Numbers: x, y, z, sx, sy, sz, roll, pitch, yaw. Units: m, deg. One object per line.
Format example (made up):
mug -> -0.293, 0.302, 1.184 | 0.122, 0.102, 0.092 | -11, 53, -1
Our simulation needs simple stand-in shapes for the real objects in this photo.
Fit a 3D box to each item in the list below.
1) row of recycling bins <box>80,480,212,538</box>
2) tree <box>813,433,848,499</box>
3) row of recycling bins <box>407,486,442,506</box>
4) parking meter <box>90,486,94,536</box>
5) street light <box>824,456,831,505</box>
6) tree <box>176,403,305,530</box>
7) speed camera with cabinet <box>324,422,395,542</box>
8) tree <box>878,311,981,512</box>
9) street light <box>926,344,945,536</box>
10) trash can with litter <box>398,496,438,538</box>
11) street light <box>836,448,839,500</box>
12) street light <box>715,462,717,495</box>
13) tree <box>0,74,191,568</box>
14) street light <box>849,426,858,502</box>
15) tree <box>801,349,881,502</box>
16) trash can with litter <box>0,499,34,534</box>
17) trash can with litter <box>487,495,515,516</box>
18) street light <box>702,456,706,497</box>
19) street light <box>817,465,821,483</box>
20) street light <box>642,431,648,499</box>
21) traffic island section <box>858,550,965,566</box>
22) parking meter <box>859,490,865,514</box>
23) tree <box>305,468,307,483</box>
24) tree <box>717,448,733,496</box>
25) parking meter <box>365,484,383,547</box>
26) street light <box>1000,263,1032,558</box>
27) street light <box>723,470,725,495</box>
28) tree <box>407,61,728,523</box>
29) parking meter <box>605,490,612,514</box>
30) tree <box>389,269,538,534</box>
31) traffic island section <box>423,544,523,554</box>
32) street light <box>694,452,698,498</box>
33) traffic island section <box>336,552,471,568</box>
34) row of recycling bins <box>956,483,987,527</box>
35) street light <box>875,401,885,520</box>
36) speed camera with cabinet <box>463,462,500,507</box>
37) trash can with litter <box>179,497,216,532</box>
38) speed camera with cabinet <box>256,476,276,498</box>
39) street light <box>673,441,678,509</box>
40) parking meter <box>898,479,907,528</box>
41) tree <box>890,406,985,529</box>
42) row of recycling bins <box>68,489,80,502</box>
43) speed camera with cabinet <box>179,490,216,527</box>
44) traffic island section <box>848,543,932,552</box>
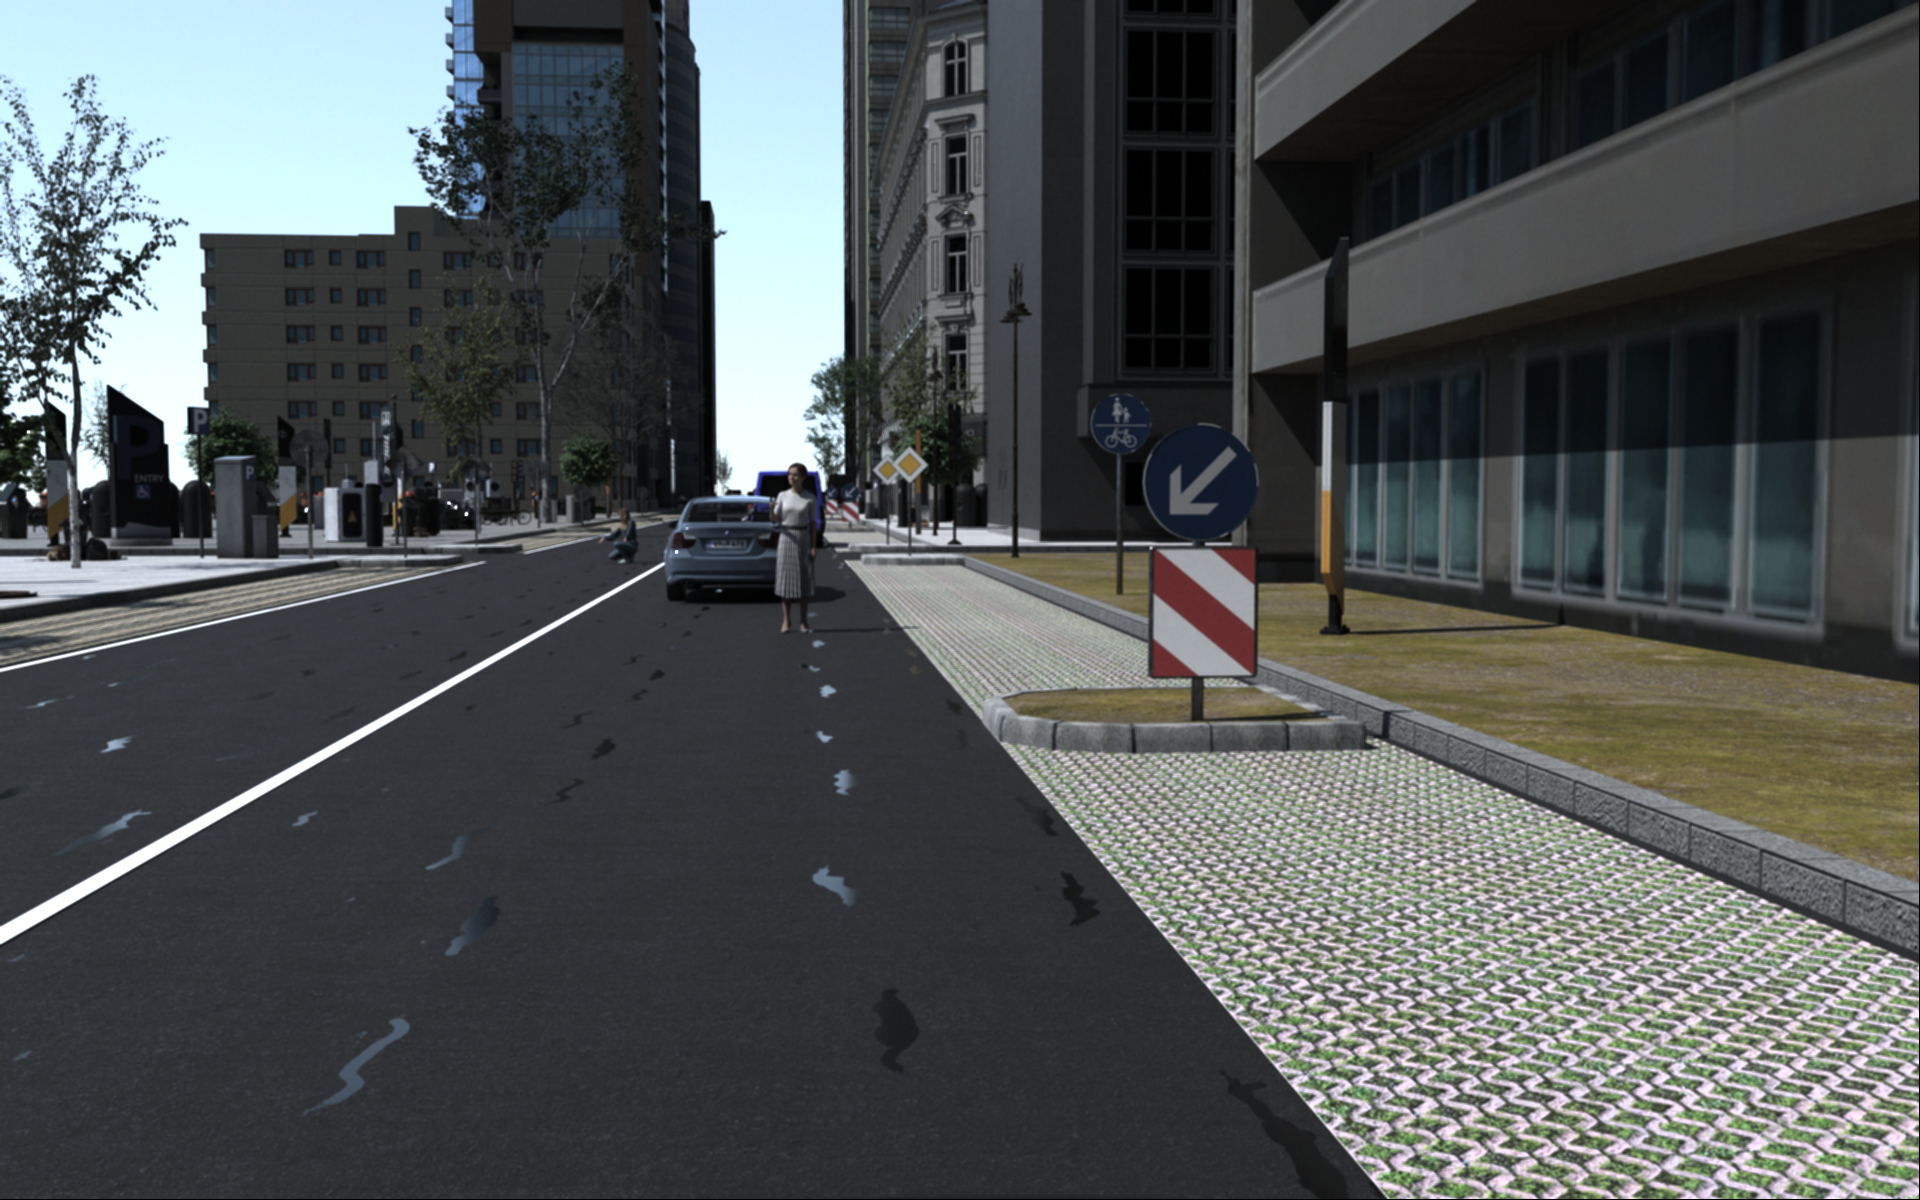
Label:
row of recycling bins -> -23.585, -2.656, 50.546 | 3.534, 1.692, 1.069 | 0, 4, 4
tree -> -15.371, -15.511, 203.973 | 4.737, 8.622, 4.395 | 0, 3, 0
row of recycling bins -> -28.448, -5.212, 92.327 | 1.069, 1.692, 3.534 | 0, 4, 4
parking meter -> -26.577, -2.750, 53.379 | 0.372, 1.533, 0.369 | 0, 3, 0
street light -> -14.701, -13.544, 194.228 | 0.468, 5.910, 1.993 | 0, 4, -6
tree -> -26.447, -4.809, 62.343 | 4.285, 4.588, 4.351 | 0, 3, 0
speed camera with cabinet -> -16.193, -3.210, 46.821 | 0.660, 3.252, 2.038 | 2, 4, 30
tree -> -1.524, -7.289, 69.531 | 4.737, 8.622, 4.395 | 0, 3, 0
street light -> -0.772, -4.932, 53.424 | 0.468, 5.910, 1.993 | 0, 4, -6
trash can with litter -> -16.185, -2.453, 51.488 | 1.055, 1.170, 0.624 | 2, 4, 29
street light -> -11.506, -11.561, 161.812 | 0.468, 5.910, 1.993 | 0, 4, -6
street light -> -33.021, -16.018, 234.686 | 0.468, 5.910, 1.993 | 0, 4, -6
tree -> -15.539, -4.850, 29.663 | 4.360, 8.622, 3.978 | 0, 3, 0
street light -> -7.148, -8.908, 118.437 | 0.468, 5.910, 1.993 | 0, 4, -6
tree -> -7.498, -12.086, 123.361 | 9.928, 11.665, 9.643 | 0, 3, 0
trash can with litter -> -29.891, -2.653, 54.766 | 0.624, 1.170, 1.055 | 1, 4, 12
trash can with litter -> -25.360, -5.158, 95.390 | 2.233, 1.210, 1.678 | 0, 4, -1
street light -> -29.860, -14.035, 202.267 | 0.468, 5.910, 1.993 | 0, 4, -6
street light -> -19.687, -16.623, 244.574 | 0.468, 5.910, 1.993 | 0, 4, -6
street light -> -21.624, -8.943, 119.007 | 0.468, 5.910, 1.993 | 0, 4, -6
traffic island section -> -1.021, -0.837, 35.971 | 2.009, 0.180, 2.903 | 0, 4, -6
parking meter -> -6.318, -6.303, 111.457 | 0.372, 1.533, 0.369 | 0, 3, 0
tree -> -39.784, -7.219, 101.752 | 4.285, 4.588, 4.351 | 0, 3, 0
tree -> -37.655, -19.803, 274.140 | 4.737, 8.622, 4.395 | 0, 3, 0
parking meter -> -14.169, -2.047, 41.884 | 0.372, 1.533, 0.369 | 0, 3, 0
street light -> 1.115, -3.797, 34.869 | 0.468, 5.910, 1.993 | 0, 4, -6
street light -> -36.414, -18.021, 267.436 | 0.468, 5.910, 1.993 | 0, 4, -6
tree -> -16.818, -13.404, 75.045 | 12.611, 20.169, 13.585 | 0, 3, 0
parking meter -> -22.209, -6.178, 109.415 | 0.372, 1.533, 0.369 | 0, 3, 0
tree -> -15.898, -6.464, 56.047 | 4.737, 8.622, 4.395 | 0, 3, 0
traffic island section -> -12.001, -1.262, 42.916 | 2.009, 0.180, 2.903 | 0, 4, -6
street light -> -28.082, -12.956, 184.612 | 0.468, 5.910, 1.993 | 0, 4, -6
traffic island section -> -11.213, -0.776, 34.970 | 2.009, 0.180, 2.903 | 0, 4, -6
row of recycling bins -> 1.228, -3.708, 67.734 | 3.534, 1.692, 1.069 | -3, 5, -42
street light -> -3.926, -6.926, 86.024 | 0.468, 5.910, 1.993 | 0, 4, -6
speed camera with cabinet -> -29.556, -6.904, 107.212 | 2.038, 3.252, 0.660 | -3, 4, -38
trash can with litter -> -26.149, -2.886, 58.245 | 2.233, 1.210, 1.678 | 1, 4, 17
speed camera with cabinet -> -32.909, -5.308, 81.129 | 0.660, 3.252, 2.038 | 1, 4, 13
street light -> -24.848, -10.926, 151.420 | 0.468, 5.910, 1.993 | 0, 4, -6
parking meter -> -2.198, -3.718, 66.493 | 0.255, 1.863, 0.399 | -2, 4, -25
tree -> -0.892, -4.871, 63.352 | 4.285, 4.588, 4.351 | 0, 3, 0
row of recycling bins -> -56.339, -6.469, 112.873 | 3.534, 1.692, 1.069 | -3, 5, -42
speed camera with cabinet -> -29.834, -4.533, 68.445 | 2.038, 3.252, 0.660 | -1, 4, -22
traffic island section -> -1.809, -1.323, 43.918 | 2.009, 0.180, 2.903 | 0, 4, -6
